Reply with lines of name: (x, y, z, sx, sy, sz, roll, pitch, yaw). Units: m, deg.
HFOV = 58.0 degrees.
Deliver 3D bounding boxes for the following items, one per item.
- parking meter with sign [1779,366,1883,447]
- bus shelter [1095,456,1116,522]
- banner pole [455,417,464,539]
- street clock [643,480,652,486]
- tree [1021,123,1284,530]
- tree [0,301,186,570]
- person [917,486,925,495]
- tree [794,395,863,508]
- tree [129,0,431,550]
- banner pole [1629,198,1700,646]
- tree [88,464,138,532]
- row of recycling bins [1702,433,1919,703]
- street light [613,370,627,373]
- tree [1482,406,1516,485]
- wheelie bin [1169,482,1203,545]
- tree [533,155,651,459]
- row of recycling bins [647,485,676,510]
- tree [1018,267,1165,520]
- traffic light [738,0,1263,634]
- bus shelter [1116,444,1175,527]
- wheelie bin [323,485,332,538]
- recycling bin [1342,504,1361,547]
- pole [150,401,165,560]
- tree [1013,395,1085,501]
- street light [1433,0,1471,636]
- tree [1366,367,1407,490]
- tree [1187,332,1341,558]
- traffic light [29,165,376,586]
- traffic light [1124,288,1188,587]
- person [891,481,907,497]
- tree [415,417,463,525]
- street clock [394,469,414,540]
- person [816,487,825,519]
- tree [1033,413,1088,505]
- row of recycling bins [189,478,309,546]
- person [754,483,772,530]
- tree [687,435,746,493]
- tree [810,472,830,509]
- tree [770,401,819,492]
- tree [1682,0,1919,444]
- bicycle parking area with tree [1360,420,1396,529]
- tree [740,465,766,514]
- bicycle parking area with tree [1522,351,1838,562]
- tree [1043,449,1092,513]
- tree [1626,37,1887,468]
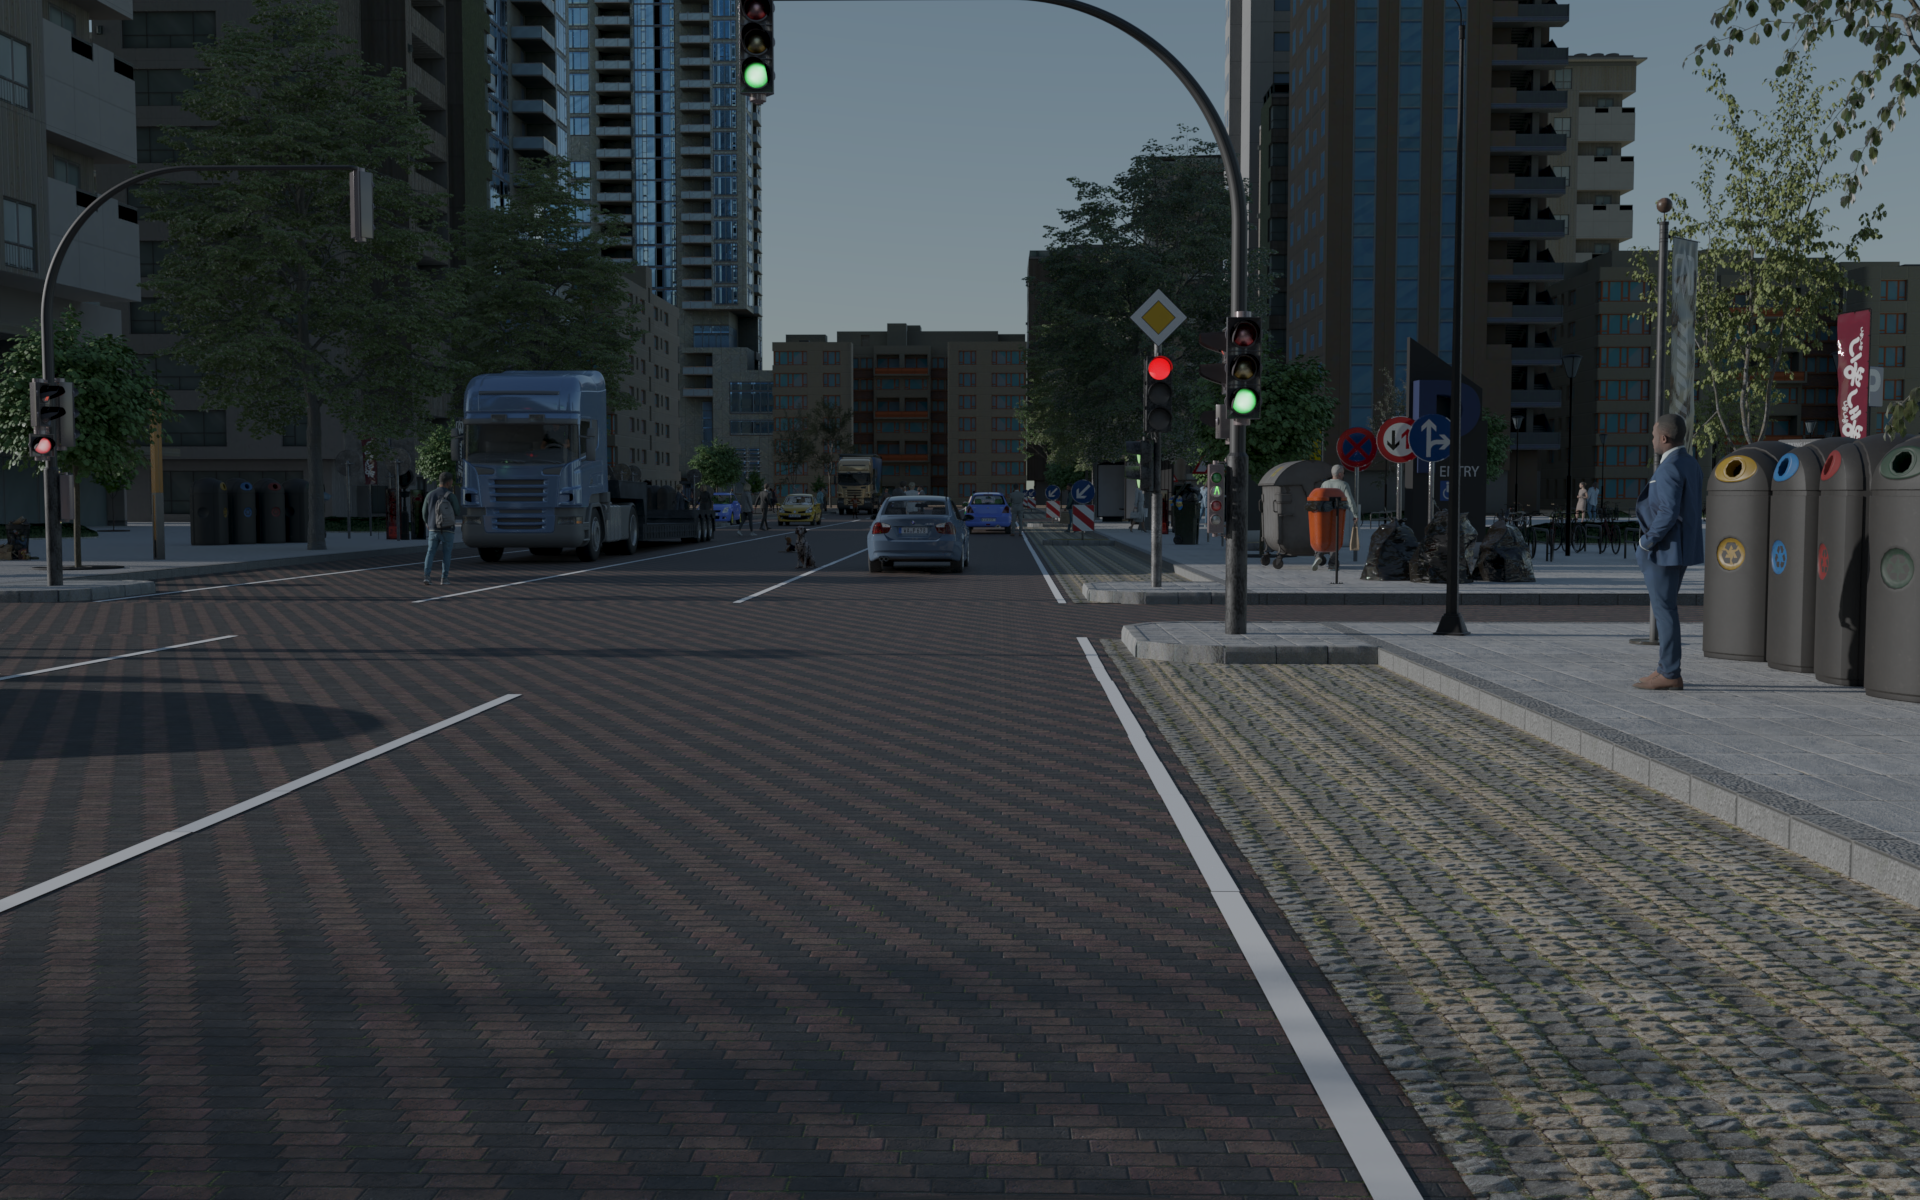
parking meter with sign: (11.957, -1.722, 24.412, 0.543, 3.016, 1.738, -2, 4, -34)
bus shelter: (7.052, -5.108, 77.445, 2.014, 3.302, 5.546, 0, 4, 1)
banner pole: (-14.219, -3.644, 49.593, 0.401, 3.779, 0.863, 1, 4, 15)
street clock: (-16.211, -5.207, 89.702, 0.471, 2.002, 0.358, -2, 4, -29)
tree: (6.672, -9.463, 61.368, 9.857, 13.997, 8.962, 0, 3, 0)
tree: (-15.096, -2.809, 29.646, 4.285, 4.588, 4.351, 0, 3, 0)
person: (-1.741, -4.118, 76.007, 0.473, 1.802, 0.592, 1, 4, 11)
tree: (-12.472, -13.973, 162.878, 7.601, 10.594, 8.767, -3, 5, -40)
tree: (-15.261, -7.431, 39.626, 7.486, 12.596, 7.792, 0, 3, 0)
banner pole: (6.123, -1.521, 14.890, 0.863, 3.779, 0.401, -3, 5, -42)
tree: (-28.833, -3.950, 59.182, 1.663, 3.219, 1.824, 0, 3, 0)
row of recycling bins: (6.285, -0.312, 12.207, 1.069, 1.692, 3.534, 0, 4, 3)
street light: (-13.116, -5.664, 65.150, 1.470, 5.913, 1.316, 0, 4, 1)
tree: (17.240, -4.601, 58.936, 4.285, 4.588, 4.351, 0, 3, 0)
wheelie bin: (5.789, -2.208, 44.017, 0.693, 1.594, 0.980, 1, 4, 20)
tree: (-14.125, -8.569, 58.229, 7.486, 12.596, 7.792, 0, 3, 0)
row of recycling bins: (-14.326, -4.515, 80.931, 1.069, 1.692, 3.534, -2, 4, -35)
tree: (6.322, -10.249, 85.697, 7.486, 12.596, 7.792, 0, 3, 0)
traffic light: (0.416, -2.512, 15.734, 4.771, 5.953, 1.251, 0, 4, 1)
bus shelter: (7.633, -4.655, 70.040, 2.014, 3.302, 5.546, 0, 4, 1)
wheelie bin: (-18.695, -2.582, 50.124, 0.980, 1.594, 0.693, -1, 4, -12)
recycling bin: (9.227, -1.805, 42.061, 0.722, 1.027, 0.722, -2, 4, -26)
pole: (-15.652, -2.441, 33.754, 0.158, 3.312, 0.155, 0, 3, 0)
tree: (9.242, -14.829, 168.207, 9.928, 11.665, 9.643, 0, 3, 0)
street light: (3.950, -2.637, 15.654, 1.470, 5.913, 1.316, 0, 4, 1)
tree: (24.440, -8.924, 96.262, 4.360, 8.622, 3.978, 0, 3, 0)
tree: (6.136, -3.156, 35.315, 4.285, 4.588, 4.351, 0, 3, 0)
traffic light: (-10.571, -3.025, 24.134, 4.771, 5.953, 1.251, 0, 4, 1)
traffic light: (2.694, -2.134, 23.810, 0.839, 4.253, 0.868, 0, 4, 1)
person: (-1.893, -2.840, 54.737, 0.655, 1.846, 0.447, 3, 5, 43)
tree: (-21.375, -5.472, 73.184, 4.285, 4.588, 4.351, 0, 3, 0)
street clock: (-15.465, -2.670, 48.231, 0.471, 2.002, 0.358, 0, 4, 0)
person: (-8.088, -5.559, 99.404, 0.620, 1.820, 0.660, -3, 5, -41)
tree: (8.173, -10.663, 108.750, 7.601, 10.594, 8.767, 0, 4, -5)
row of recycling bins: (-18.216, -2.293, 44.602, 1.069, 1.692, 3.534, 2, 4, 29)
person: (-7.664, -3.677, 68.393, 0.659, 1.850, 0.755, 3, 5, 42)
tree: (-13.680, -6.961, 97.527, 4.285, 4.588, 4.351, 0, 3, 0)
tree: (-12.423, -9.641, 152.234, 1.663, 3.219, 1.824, 0, 3, 0)
tree: (-13.064, -11.351, 135.950, 4.360, 8.622, 3.978, 0, 3, 0)
tree: (5.344, -3.549, 8.388, 4.360, 8.622, 3.978, 0, 3, 0)
bicycle parking area with tree: (18.364, -4.788, 65.288, 9.016, 4.147, 8.231, -3, 4, -37)
tree: (-13.393, -7.182, 112.022, 1.663, 3.219, 1.824, 0, 3, 0)
bicycle parking area with tree: (15.204, -2.963, 35.448, 8.231, 4.147, 9.016, 1, 4, 23)
tree: (7.816, -8.351, 120.260, 4.285, 4.588, 4.351, 0, 3, 0)
tree: (13.216, -4.799, 28.822, 4.737, 8.622, 4.395, 0, 3, 0)
